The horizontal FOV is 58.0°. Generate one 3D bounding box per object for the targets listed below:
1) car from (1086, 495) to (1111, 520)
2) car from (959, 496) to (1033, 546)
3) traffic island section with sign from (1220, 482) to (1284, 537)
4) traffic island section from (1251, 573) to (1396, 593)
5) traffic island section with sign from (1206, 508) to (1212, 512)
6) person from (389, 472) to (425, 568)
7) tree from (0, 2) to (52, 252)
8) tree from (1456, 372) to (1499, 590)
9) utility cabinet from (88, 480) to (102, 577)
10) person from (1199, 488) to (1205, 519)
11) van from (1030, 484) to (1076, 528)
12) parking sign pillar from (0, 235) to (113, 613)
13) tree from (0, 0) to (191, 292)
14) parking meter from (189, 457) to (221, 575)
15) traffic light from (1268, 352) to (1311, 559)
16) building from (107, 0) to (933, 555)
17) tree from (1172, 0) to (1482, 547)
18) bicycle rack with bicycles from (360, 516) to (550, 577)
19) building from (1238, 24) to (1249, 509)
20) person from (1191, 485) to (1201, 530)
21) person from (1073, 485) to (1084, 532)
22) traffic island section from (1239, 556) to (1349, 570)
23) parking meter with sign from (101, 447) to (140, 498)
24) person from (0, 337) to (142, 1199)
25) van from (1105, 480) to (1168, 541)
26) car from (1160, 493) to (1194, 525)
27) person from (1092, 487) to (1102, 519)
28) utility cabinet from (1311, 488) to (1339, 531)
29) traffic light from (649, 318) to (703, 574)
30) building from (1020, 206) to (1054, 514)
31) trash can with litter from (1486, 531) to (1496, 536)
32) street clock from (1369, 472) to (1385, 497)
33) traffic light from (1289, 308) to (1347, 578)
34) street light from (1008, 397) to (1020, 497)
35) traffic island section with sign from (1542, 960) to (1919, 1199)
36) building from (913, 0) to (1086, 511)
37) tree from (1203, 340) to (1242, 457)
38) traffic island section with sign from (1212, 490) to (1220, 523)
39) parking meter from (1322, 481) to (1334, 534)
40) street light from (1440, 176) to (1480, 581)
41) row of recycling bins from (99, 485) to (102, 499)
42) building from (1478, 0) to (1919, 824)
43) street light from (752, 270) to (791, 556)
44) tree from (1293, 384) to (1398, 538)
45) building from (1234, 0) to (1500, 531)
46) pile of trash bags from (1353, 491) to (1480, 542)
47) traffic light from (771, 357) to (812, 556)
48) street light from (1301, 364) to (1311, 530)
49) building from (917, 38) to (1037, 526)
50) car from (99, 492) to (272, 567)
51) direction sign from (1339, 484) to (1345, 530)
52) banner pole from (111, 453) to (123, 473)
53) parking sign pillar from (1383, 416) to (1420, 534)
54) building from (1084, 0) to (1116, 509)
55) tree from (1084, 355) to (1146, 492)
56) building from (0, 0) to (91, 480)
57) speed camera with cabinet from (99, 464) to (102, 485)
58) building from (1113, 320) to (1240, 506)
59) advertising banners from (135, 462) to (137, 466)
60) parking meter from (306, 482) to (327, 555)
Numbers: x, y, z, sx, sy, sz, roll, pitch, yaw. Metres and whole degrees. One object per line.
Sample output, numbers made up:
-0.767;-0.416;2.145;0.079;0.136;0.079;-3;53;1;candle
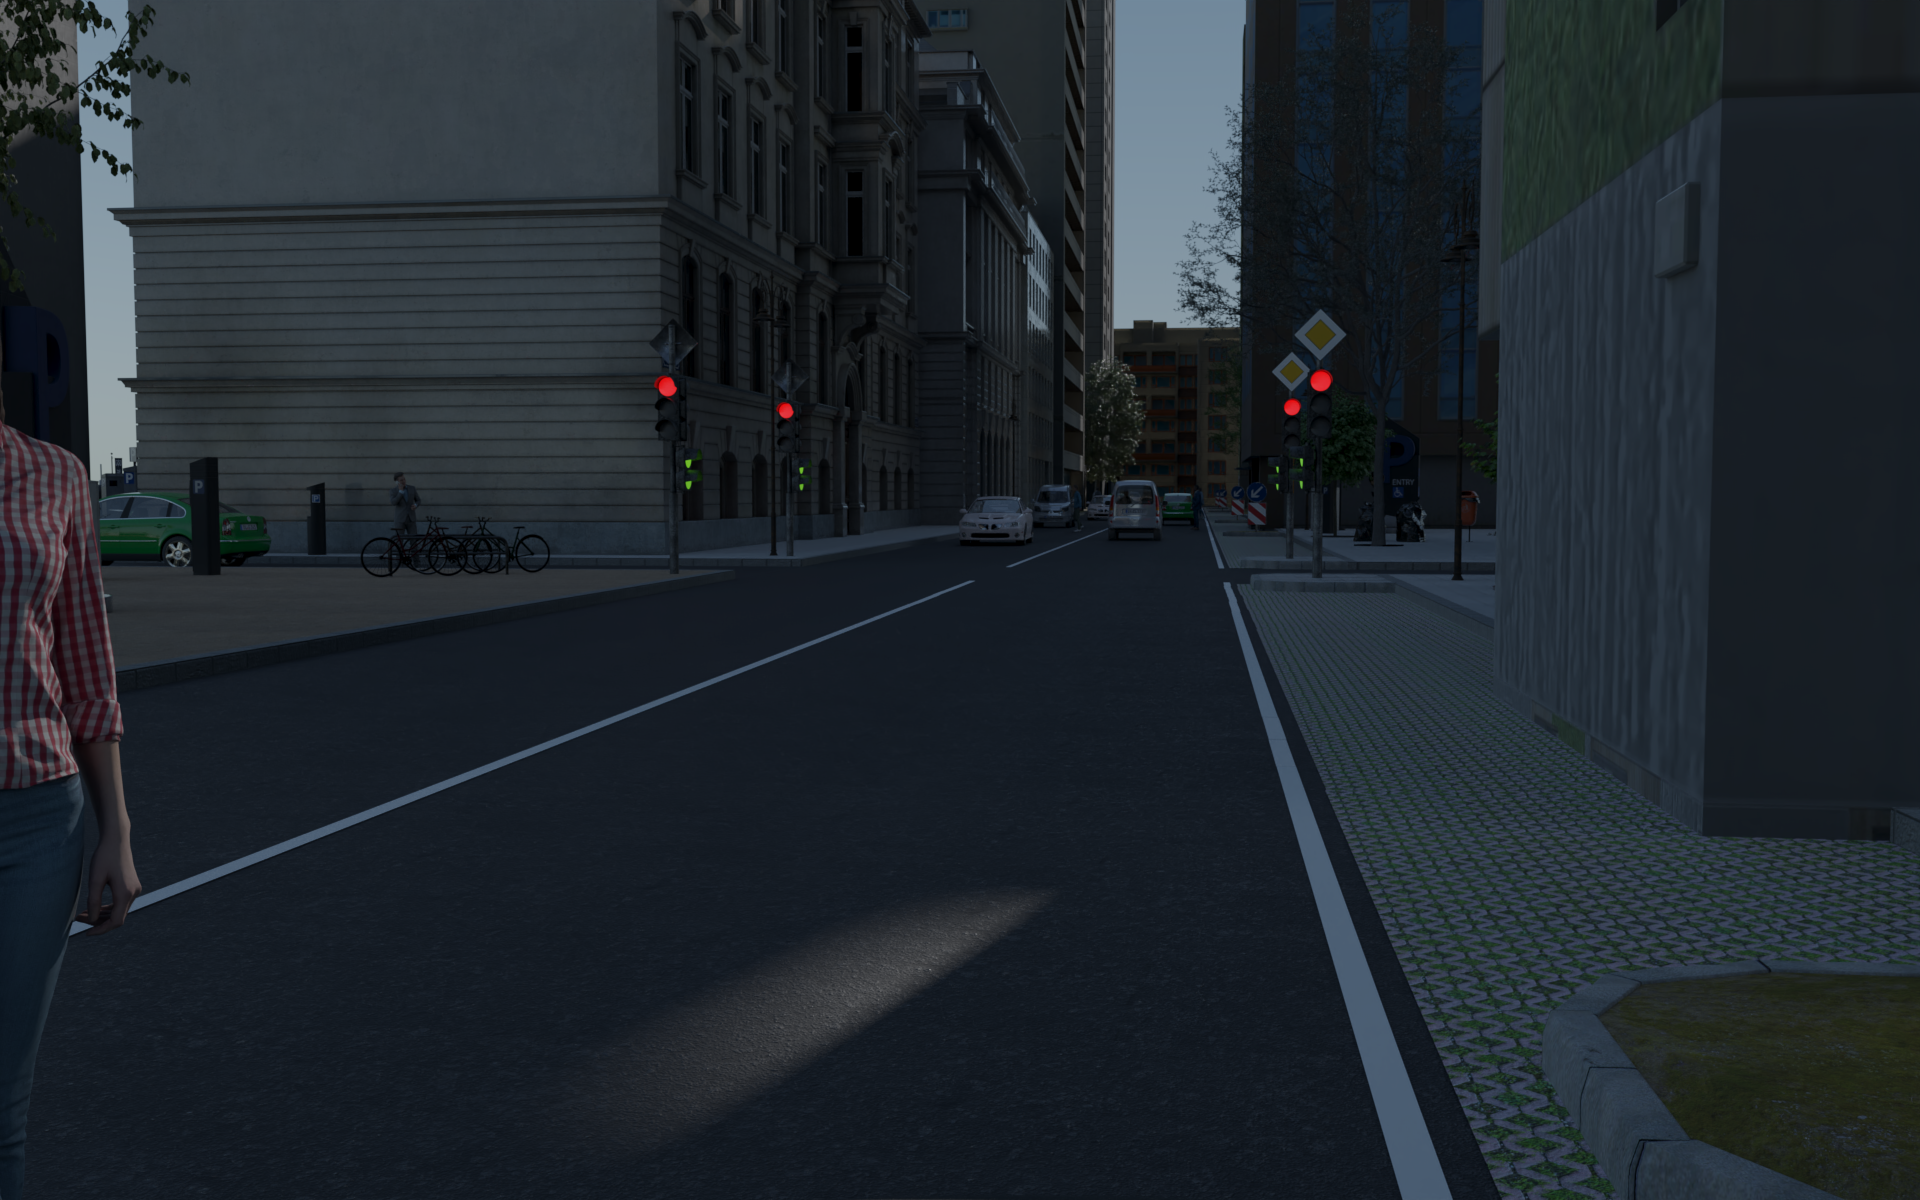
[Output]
8.027;-5.100;95.751;2.083;1.381;4.827;0;4;7;car
1.082;-2.290;49.804;2.083;1.381;4.827;0;4;6;car
9.932;-3.066;58.764;1.989;1.847;2.006;0;4;8;traffic island section with sign
5.482;-0.257;26.484;2.009;0.180;2.903;0;4;8;traffic island section
20.431;-7.756;135.440;1.989;1.847;2.006;0;4;8;traffic island section with sign
-10.372;-1.482;32.542;0.655;1.846;0.447;-3;4;-36;person
-13.307;-4.337;21.279;4.360;8.622;3.978;0;3;0;tree
7.677;-1.742;23.090;1.663;3.219;1.824;0;3;0;tree
-12.950;-1.045;25.766;0.318;1.500;1.173;-2;4;-27;utility cabinet
14.054;-5.643;101.023;0.793;1.790;0.793;3;5;44;person
4.093;-4.152;74.902;2.013;2.044;4.112;0;4;8;van
-9.886;-1.834;18.451;1.447;3.967;1.447;-1;4;-11;parking sign pillar
-7.781;-3.784;12.228;4.737;8.622;4.395;0;3;0;tree
-11.946;-1.326;27.398;0.399;1.863;0.255;1;4;21;parking meter
6.529;-2.775;34.287;0.839;4.253;0.868;0;4;8;traffic light
-8.979;-14.304;52.952;14.460;24.649;34.723;0;4;8;building
10.302;-8.073;42.368;12.009;13.543;11.850;0;3;0;tree
-8.124;-0.894;27.994;2.925;0.926;2.852;-1;4;-18;bicycle rack with bicycles
31.970;-28.766;153.912;14.154;41.232;14.086;0;4;8;building
9.518;-3.735;69.754;0.419;1.800;0.721;0;4;1;person
4.508;-3.499;66.047;0.444;1.785;0.601;0;4;6;person
6.567;-0.741;34.395;2.009;0.180;2.903;0;4;8;traffic island section
-31.128;-4.119;63.599;0.543;3.016;1.738;3;5;39;parking meter with sign
-1.484;0.368;2.499;0.388;1.821;0.555;2;4;34;person
5.567;-2.925;54.829;2.013;2.044;4.112;0;4;7;van
10.112;-4.386;80.514;1.959;1.807;4.718;0;4;6;car
7.995;-5.615;100.399;0.679;1.850;0.850;2;4;30;person
12.592;-3.126;59.787;1.173;1.500;0.318;-3;5;-40;utility cabinet
-4.576;-2.374;27.728;0.839;4.253;0.868;0;4;8;traffic light
-0.350;-15.149;102.438;10.420;20.320;16.860;0;4;8;building
16.955;-2.618;53.860;1.678;1.210;2.233;3;5;45;trash can with litter
12.944;-3.014;53.848;0.471;2.002;0.358;1;4;16;street clock
5.444;-2.291;26.375;0.839;4.253;0.868;0;4;8;traffic light
2.565;-6.722;82.699;0.468;5.910;1.993;0;4;8;street light
2.371;0.302;3.688;1.989;1.847;2.006;0;4;8;traffic island section with sign
-2.510;-30.468;121.857;21.300;48.544;21.600;0;4;8;building
19.975;-11.558;114.734;9.928;11.665;9.643;0;3;0;tree
13.577;-4.700;85.473;1.989;1.847;2.006;0;4;8;traffic island section with sign
11.915;-3.082;56.098;0.255;1.863;0.399;-2;4;-33;parking meter
7.398;-3.229;25.579;0.468;5.910;1.993;0;4;8;street light
-38.095;-4.108;74.279;1.069;1.692;3.534;2;4;32;row of recycling bins
10.967;-20.071;11.759;14.154;41.232;14.086;0;4;8;building
-3.885;-3.862;35.940;0.468;5.910;1.993;0;4;8;street light
11.306;-4.157;51.676;4.285;4.588;4.351;0;3;0;tree
18.521;-25.601;68.692;14.600;45.320;14.200;0;4;8;building
12.299;-2.267;46.811;3.447;1.369;1.912;2;4;31;pile of trash bags
-3.491;-2.857;35.639;0.839;4.253;0.868;0;4;8;traffic light
12.362;-5.429;61.547;0.468;5.910;1.993;0;4;8;street light
-4.109;-14.690;81.979;13.314;21.916;24.055;0;4;8;building
-15.457;-1.457;32.616;4.718;1.807;1.959;1;4;9;car
13.451;-4.231;61.181;0.876;3.537;0.379;-1;4;-13;direction sign
-51.129;-7.031;104.971;0.401;3.779;0.863;3;5;39;banner pole
14.334;-4.165;56.565;1.447;3.967;1.447;1;4;20;parking sign pillar
5.007;-45.124;176.022;20.611;71.187;20.563;0;4;8;building
12.626;-15.489;159.906;9.857;13.997;8.962;0;3;0;tree
-39.245;-15.489;46.757;24.014;27.812;14.314;0;4;8;building
-55.953;-7.288;113.496;0.660;3.252;2.038;-2;4;-34;speed camera with cabinet
22.764;-22.113;206.580;28.899;21.520;27.650;0;4;8;building
-40.284;-5.379;84.129;0.090;3.025;2.074;0;4;-7;advertising banners
-13.540;-1.714;36.433;0.372;1.533;0.369;0;3;0;parking meter
